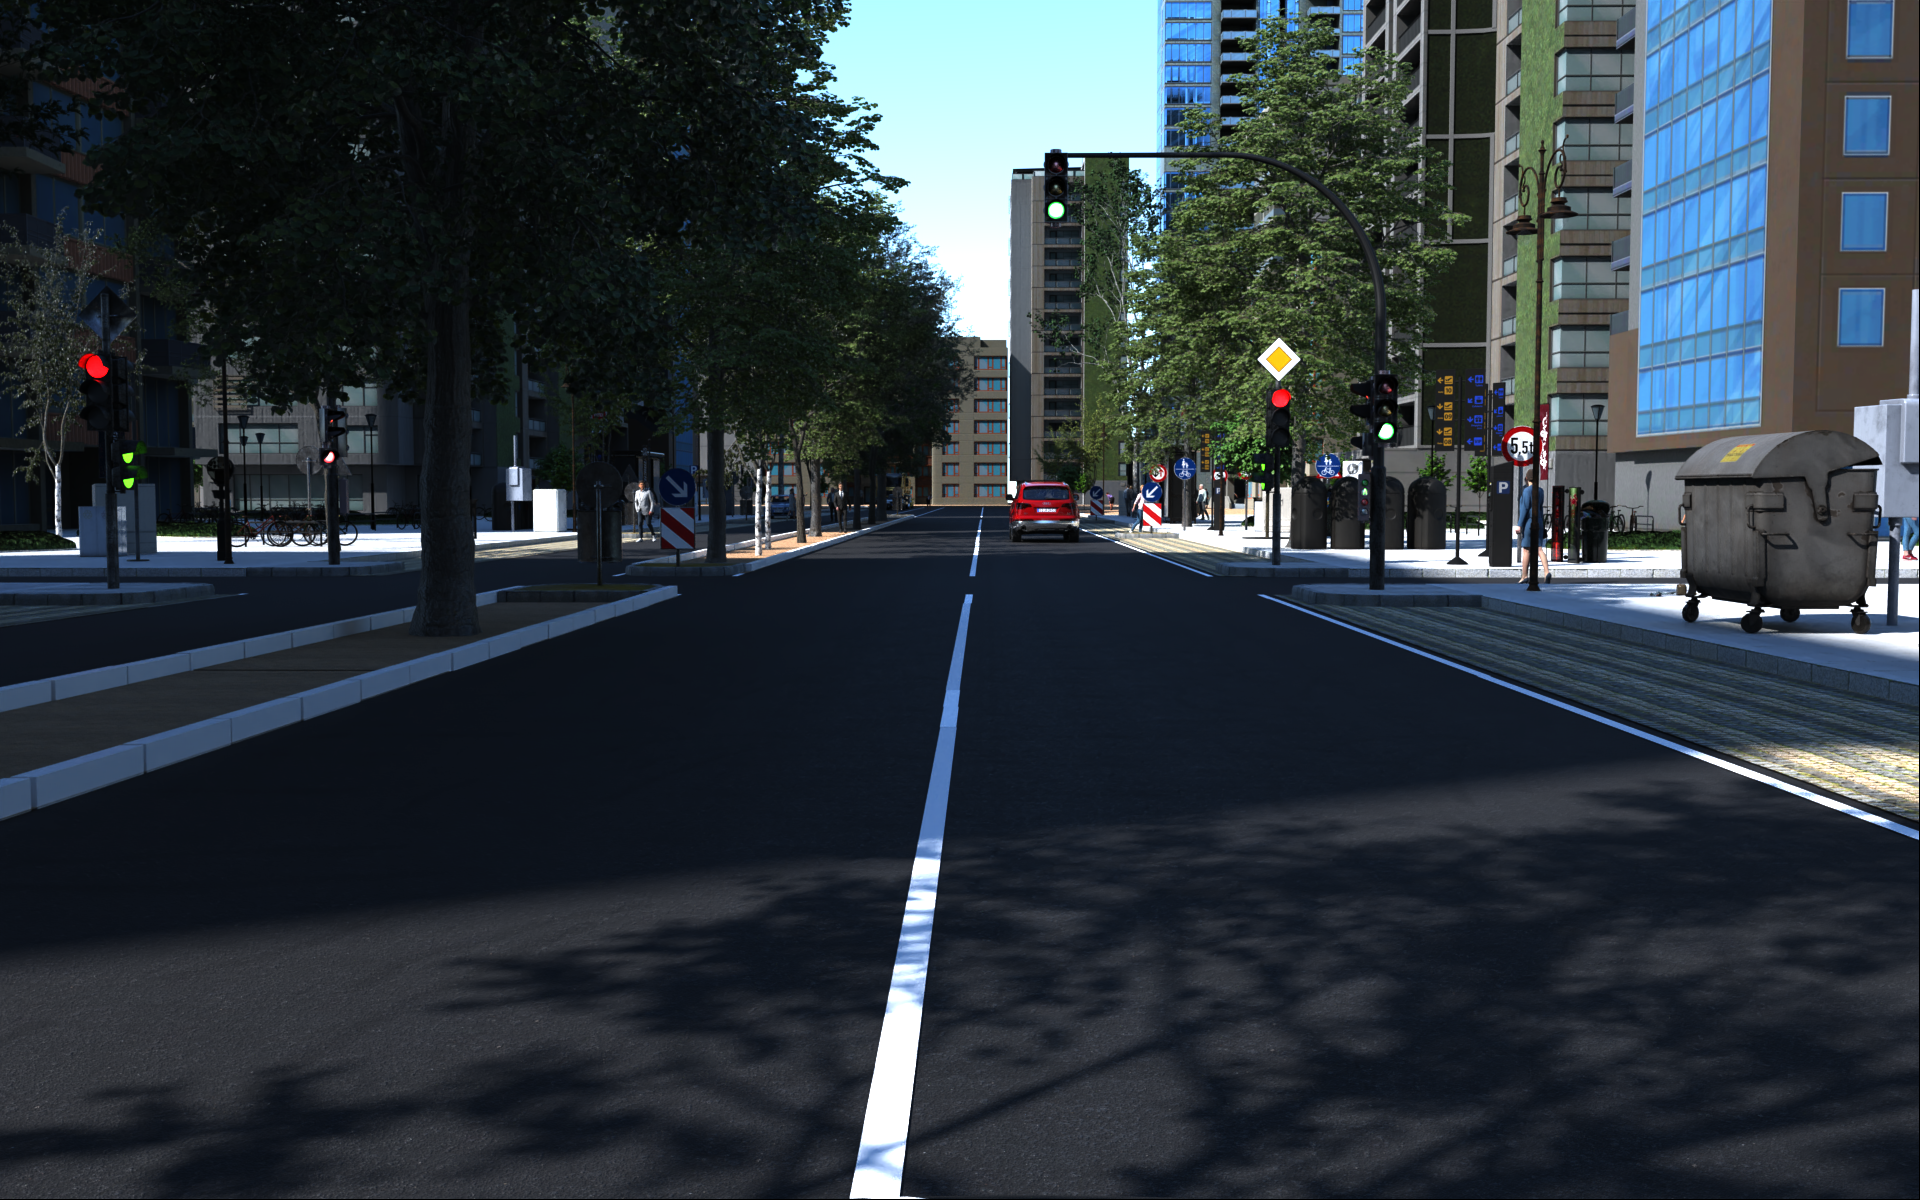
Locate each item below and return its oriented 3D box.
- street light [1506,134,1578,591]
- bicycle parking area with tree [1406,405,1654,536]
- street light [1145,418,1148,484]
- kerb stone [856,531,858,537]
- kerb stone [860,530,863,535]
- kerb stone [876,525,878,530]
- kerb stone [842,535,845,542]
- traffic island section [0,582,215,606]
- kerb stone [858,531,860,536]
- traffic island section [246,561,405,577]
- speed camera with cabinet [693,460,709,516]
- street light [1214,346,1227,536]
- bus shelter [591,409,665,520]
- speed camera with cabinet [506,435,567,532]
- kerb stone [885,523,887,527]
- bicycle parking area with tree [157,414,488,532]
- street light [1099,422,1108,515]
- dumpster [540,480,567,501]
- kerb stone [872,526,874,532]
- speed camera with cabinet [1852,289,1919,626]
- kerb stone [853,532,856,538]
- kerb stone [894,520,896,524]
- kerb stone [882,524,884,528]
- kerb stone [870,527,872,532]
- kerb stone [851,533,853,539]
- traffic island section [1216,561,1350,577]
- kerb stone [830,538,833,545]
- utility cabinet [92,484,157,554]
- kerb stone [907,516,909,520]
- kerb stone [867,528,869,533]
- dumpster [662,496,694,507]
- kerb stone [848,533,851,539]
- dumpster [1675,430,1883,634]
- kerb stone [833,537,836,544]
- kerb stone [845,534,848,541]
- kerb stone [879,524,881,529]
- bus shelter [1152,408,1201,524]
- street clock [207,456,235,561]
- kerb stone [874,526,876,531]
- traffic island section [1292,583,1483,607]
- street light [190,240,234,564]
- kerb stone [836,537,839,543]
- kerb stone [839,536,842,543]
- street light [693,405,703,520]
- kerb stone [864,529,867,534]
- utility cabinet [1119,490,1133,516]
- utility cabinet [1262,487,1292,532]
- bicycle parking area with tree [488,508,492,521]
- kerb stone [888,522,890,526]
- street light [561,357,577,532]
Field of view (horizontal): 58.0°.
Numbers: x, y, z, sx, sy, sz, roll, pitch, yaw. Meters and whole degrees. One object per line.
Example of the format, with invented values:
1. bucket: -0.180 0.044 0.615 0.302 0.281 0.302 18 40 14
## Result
1. street light: 7.605 -3.058 22.787 0.468 5.910 1.993 0 4 1
2. bicycle parking area with tree: 17.849 -4.209 55.813 8.231 4.147 9.016 1 4 18
3. street light: 8.525 -6.525 79.471 0.468 5.910 1.993 0 4 1
4. kerb stone: -3.543 -2.132 57.053 0.120 0.150 1.000 0 4 1
5. kerb stone: -3.502 -2.257 59.104 0.120 0.150 1.000 0 4 1
6. kerb stone: -3.393 -2.760 67.318 0.120 0.150 1.000 0 4 1
7. kerb stone: -3.615 -1.816 51.927 0.120 0.150 1.000 0 4 1
8. traffic island section: -11.524 -0.077 23.546 2.009 0.180 2.903 0 4 1
9. kerb stone: -3.524 -2.191 58.075 0.120 0.150 1.000 0 4 1
10. traffic island section: -11.408 -0.566 31.530 2.009 0.180 2.903 0 4 1
11. speed camera with cabinet: -15.138 -6.455 99.883 2.038 3.252 0.660 -1 4 -21
12. street light: 8.052 -4.921 53.248 0.468 5.910 1.993 0 4 1
13. bus shelter: -16.258 -6.526 84.336 2.179 5.291 8.768 0 4 1
14. speed camera with cabinet: -14.297 -3.921 58.440 2.038 3.252 0.660 1 4 20
15. kerb stone: -3.302 -3.136 73.466 0.120 0.150 1.000 0 4 1
16. bicycle parking area with tree: -23.526 -4.636 62.802 8.231 4.147 9.016 2 4 26
17. street light: 8.783 -8.143 105.923 0.468 5.910 1.993 0 4 1
18. dumpster: -17.414 -4.126 73.221 1.264 1.857 1.865 0 4 1
19. kerb stone: -3.419 -2.633 65.265 0.120 0.150 1.000 0 4 1
20. speed camera with cabinet: 9.928 -1.391 17.082 2.038 3.252 0.660 0 4 -5
21. kerb stone: -3.552 -2.069 56.031 0.120 0.150 1.000 0 4 1
22. kerb stone: -3.199 -3.575 80.646 0.120 0.150 1.000 0 4 1
23. kerb stone: -3.340 -3.010 71.415 0.120 0.150 1.000 0 4 1
24. kerb stone: -3.444 -2.567 64.243 0.120 0.150 1.000 0 4 1
25. kerb stone: -3.572 -2.004 55.009 0.120 0.150 1.000 0 4 1
26. traffic island section: 5.731 -0.550 31.278 2.009 0.180 2.903 0 4 1
27. kerb stone: -3.677 -1.560 47.815 0.120 0.150 1.000 0 4 1
28. utility cabinet: -17.707 -1.714 36.706 1.173 1.500 0.318 -3 5 -39
29. kerb stone: -3.010 -4.386 93.965 0.120 0.150 1.000 0 4 1
30. kerb stone: -3.469 -2.443 62.188 0.120 0.150 1.000 0 4 1
31. dumpster: -13.028 -4.543 80.028 1.264 1.857 1.865 0 4 1
32. kerb stone: -3.578 -1.944 53.983 0.120 0.150 1.000 0 4 1
33. dumpster: 7.804 -0.661 16.563 1.264 1.857 1.865 0 4 1
34. kerb stone: -3.664 -1.630 48.853 0.120 0.150 1.000 0 4 1
35. kerb stone: -3.597 -1.881 52.956 0.120 0.150 1.000 0 4 1
36. kerb stone: -3.364 -2.885 69.370 0.120 0.150 1.000 0 4 1
37. bus shelter: 9.873 -6.174 78.572 2.179 5.291 8.768 0 4 1
38. street clock: -14.217 -1.760 33.351 0.471 2.002 0.358 -1 4 -16
39. kerb stone: -3.409 -2.697 66.289 0.120 0.150 1.000 0 4 1
40. traffic island section: 5.616 -0.062 23.294 2.009 0.180 2.903 0 4 1
41. street light: -13.448 -3.602 31.683 0.468 5.910 1.993 0 4 1
42. kerb stone: -3.646 -1.693 49.878 0.120 0.150 1.000 0 4 1
43. kerb stone: -3.629 -1.756 50.900 0.120 0.150 1.000 0 4 1
44. street light: -12.658 -6.804 84.036 0.468 5.910 1.993 0 4 1
45. kerb stone: -3.480 -2.381 61.155 0.120 0.150 1.000 0 4 1
46. utility cabinet: 9.945 -5.700 101.868 1.173 1.500 0.318 1 4 18
47. utility cabinet: 10.677 -2.999 57.717 1.173 1.500 0.318 2 4 30
48. bicycle parking area with tree: -24.105 -5.959 84.435 9.016 4.147 8.231 0 4 -4
49. kerb stone: -3.271 -3.261 75.513 0.120 0.150 1.000 0 4 1
50. street light: -12.961 -5.217 58.085 0.468 5.910 1.993 0 4 1
